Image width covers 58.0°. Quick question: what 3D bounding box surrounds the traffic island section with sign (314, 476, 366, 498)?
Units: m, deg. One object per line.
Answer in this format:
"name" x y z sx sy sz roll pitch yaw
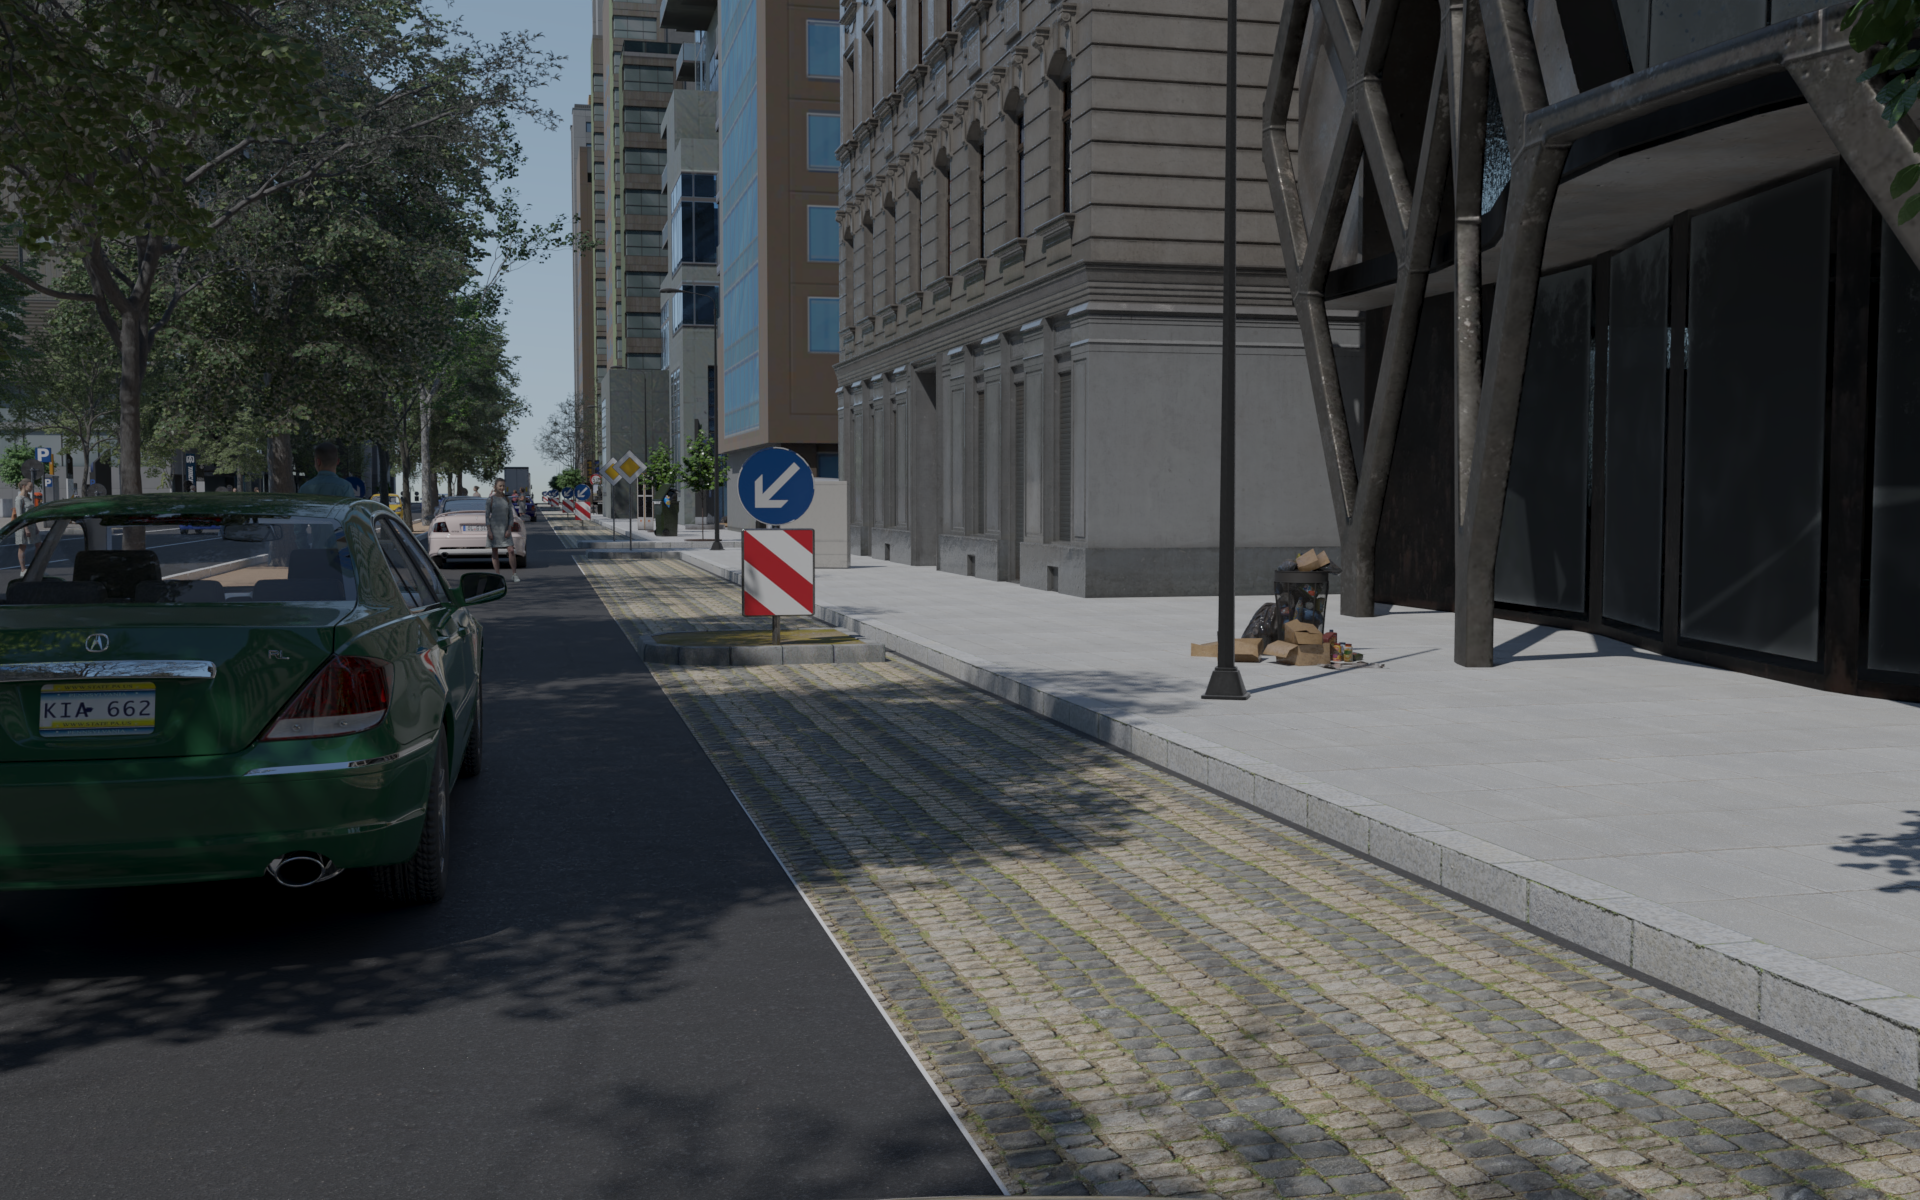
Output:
"traffic island section with sign" -15.776 -2.268 45.216 2.006 1.907 1.989 -1 4 -14

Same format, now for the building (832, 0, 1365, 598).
"building" 3.939 -11.088 30.435 9.793 20.994 18.267 -1 4 -14

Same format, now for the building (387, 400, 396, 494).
"building" -93.680 -43.245 249.062 21.231 58.520 28.212 -1 4 -14

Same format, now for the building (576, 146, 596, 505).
"building" -41.046 -34.813 219.306 14.600 45.320 14.200 -1 4 -14

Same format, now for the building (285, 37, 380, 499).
"building" -86.882 -41.558 221.475 21.231 58.520 28.212 -1 4 -14

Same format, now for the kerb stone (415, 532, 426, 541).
"kerb stone" -16.991 -1.976 54.506 0.120 0.150 1.000 -1 4 -14

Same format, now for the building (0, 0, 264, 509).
"building" -66.596 -32.699 123.874 28.713 52.752 27.495 -1 4 -14

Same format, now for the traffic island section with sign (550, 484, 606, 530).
"traffic island section with sign" -15.171 -3.693 69.011 1.989 1.847 2.006 -1 4 -14

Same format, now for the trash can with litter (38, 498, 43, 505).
"trash can with litter" -46.277 -4.633 87.138 1.055 1.170 0.624 1 4 14

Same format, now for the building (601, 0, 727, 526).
"building" -6.017 -47.226 84.821 22.319 86.520 31.000 -1 4 -14

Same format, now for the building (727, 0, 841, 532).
"building" -0.063 -24.763 54.983 14.200 45.320 14.600 -1 4 -14

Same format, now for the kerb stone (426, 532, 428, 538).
"kerb stone" -17.236 -2.037 55.498 0.120 0.150 1.000 -1 4 -14

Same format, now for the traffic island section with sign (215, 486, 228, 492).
"traffic island section with sign" -38.316 -4.970 89.888 1.989 1.847 2.006 -1 4 -14

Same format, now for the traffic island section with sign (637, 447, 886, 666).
"traffic island section with sign" -1.832 -0.410 15.337 1.989 1.847 2.006 -1 4 -14

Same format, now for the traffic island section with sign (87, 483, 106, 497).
"traffic island section with sign" -31.814 -3.370 63.726 1.989 1.847 2.006 -1 4 -14

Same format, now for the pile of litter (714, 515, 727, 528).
"pile of litter" -8.788 -3.208 66.415 1.719 0.858 1.176 2 4 34

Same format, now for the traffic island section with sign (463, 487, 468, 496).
"traffic island section with sign" -33.911 -6.728 118.142 2.006 1.907 1.989 -1 4 -14

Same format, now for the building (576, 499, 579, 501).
"building" -36.913 -33.534 240.163 32.217 40.220 23.993 -1 4 -14

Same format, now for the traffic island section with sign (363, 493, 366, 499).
"traffic island section with sign" -57.232 -9.625 166.004 1.989 1.847 2.006 -1 4 -14

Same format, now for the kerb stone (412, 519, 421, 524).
"kerb stone" -26.935 -3.887 85.833 0.120 0.150 1.000 -1 4 -14

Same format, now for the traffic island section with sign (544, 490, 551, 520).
"traffic island section with sign" -21.678 -5.293 95.172 1.989 1.847 2.006 -1 4 -14

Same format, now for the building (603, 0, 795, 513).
"building" -22.562 -30.334 146.068 14.600 45.320 14.200 -1 4 -14

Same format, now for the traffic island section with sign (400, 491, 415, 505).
"traffic island section with sign" -70.536 -12.900 219.542 1.989 1.847 2.006 -1 4 -14

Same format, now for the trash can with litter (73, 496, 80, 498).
"trash can with litter" -37.839 -3.865 74.250 2.233 1.210 1.678 3 5 44

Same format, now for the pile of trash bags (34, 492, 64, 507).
"pile of trash bags" -50.541 -5.321 96.744 3.447 1.369 1.912 2 4 23

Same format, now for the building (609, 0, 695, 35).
"building" -19.501 -27.435 132.161 14.154 41.232 14.086 -1 4 -14

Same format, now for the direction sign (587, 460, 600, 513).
"direction sign" -24.299 -7.511 114.809 0.876 3.537 0.379 -2 4 -35

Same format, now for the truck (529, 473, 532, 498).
"truck" -58.796 -14.871 232.048 2.839 4.237 11.283 -1 4 -13

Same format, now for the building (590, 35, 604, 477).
"building" -26.705 -29.120 159.712 14.154 41.232 14.086 -1 4 -14

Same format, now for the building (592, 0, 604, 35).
"building" -27.449 -39.079 180.947 21.231 58.520 28.212 -1 4 -14

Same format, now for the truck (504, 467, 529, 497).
"truck" -46.718 -11.832 182.364 2.839 4.237 11.283 -1 4 -15

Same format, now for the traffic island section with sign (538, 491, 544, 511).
"traffic island section with sign" -33.673 -8.246 143.457 1.989 1.847 2.006 -1 4 -14

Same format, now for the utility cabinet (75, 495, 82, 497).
"utility cabinet" -45.068 -4.743 88.702 0.306 1.237 1.020 -3 4 -37

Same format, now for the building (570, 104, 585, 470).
"building" -48.189 -44.151 263.875 21.231 58.520 28.212 -1 4 -14

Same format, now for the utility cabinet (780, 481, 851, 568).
"utility cabinet" -2.488 -1.295 29.851 1.173 1.500 0.318 0 4 8

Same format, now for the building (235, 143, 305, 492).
"building" -71.871 -32.592 152.479 23.786 49.044 30.456 -1 4 -14

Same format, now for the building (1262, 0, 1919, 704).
"building" 11.831 -8.922 13.324 16.820 18.784 16.811 -1 4 -14

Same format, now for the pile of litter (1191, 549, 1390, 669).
"pile of litter" 2.492 0.037 13.360 1.176 0.858 1.719 -1 4 -21

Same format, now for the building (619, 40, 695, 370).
"building" -15.576 -21.033 115.586 14.160 30.474 14.107 -1 4 -14

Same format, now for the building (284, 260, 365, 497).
"building" -77.957 -26.366 202.781 14.160 30.474 14.107 -1 4 -14

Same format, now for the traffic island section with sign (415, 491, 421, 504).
"traffic island section with sign" -77.165 -14.532 246.229 1.989 1.847 2.006 -1 4 -14
